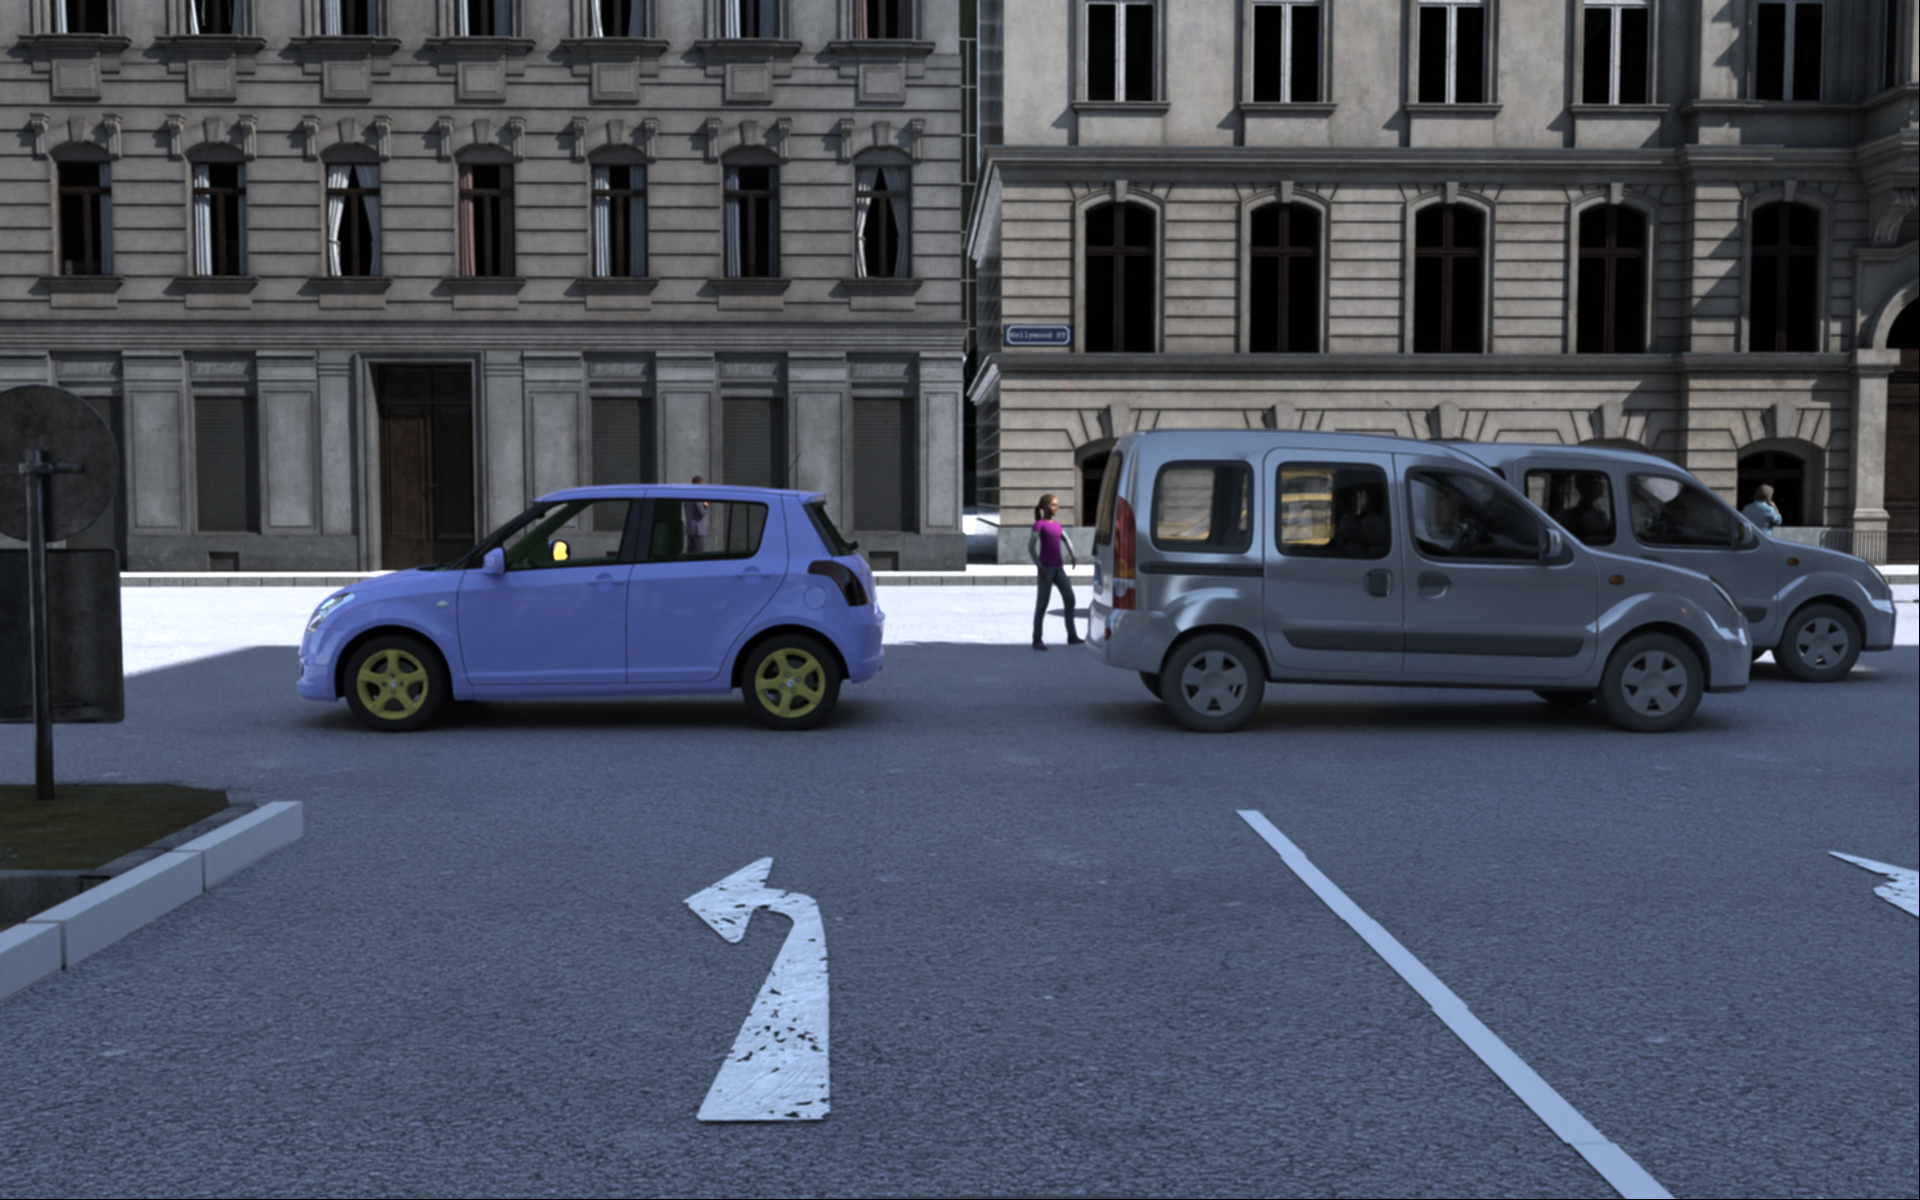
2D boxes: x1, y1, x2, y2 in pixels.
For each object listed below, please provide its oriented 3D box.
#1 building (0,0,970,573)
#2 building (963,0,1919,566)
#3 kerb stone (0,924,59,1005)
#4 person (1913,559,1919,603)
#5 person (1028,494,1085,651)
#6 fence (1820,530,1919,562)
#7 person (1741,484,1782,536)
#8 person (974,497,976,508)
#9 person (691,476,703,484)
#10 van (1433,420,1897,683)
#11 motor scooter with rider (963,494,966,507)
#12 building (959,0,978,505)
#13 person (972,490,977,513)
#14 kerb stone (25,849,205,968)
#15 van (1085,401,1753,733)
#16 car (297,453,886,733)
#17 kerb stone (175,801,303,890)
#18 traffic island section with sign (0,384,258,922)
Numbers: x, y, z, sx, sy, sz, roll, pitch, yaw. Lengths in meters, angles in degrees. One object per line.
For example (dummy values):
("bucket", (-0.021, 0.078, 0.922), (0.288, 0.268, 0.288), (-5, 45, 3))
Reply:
("building", (-8.940, -11.212, 32.474), (18.267, 20.994, 9.793), (0, 4, -2))
("building", (17.465, -13.271, 36.062), (34.723, 24.649, 14.460), (0, 4, -2))
("kerb stone", (-2.747, 1.076, 4.700), (0.120, 0.150, 1.000), (0, 4, -2))
("person", (12.894, -0.856, 22.719), (0.478, 1.798, 0.641), (-3, 5, -43))
("person", (0.942, -0.252, 15.855), (0.776, 1.435, 0.726), (3, 5, 43))
("fence", (15.099, -0.802, 28.493), (2.069, 0.683, 0.278), (0, 4, -4))
("person", (10.212, -0.697, 22.108), (0.429, 1.552, 0.499), (1, 4, 8))
("person", (1.629, -9.978, 174.866), (0.421, 1.427, 0.697), (0, 4, 0))
("person", (-4.019, -1.037, 26.377), (0.530, 1.710, 0.541), (-2, 4, -24))
("van", (5.249, -0.420, 13.878), (4.112, 2.044, 2.013), (0, 4, -1))
("motor scooter with rider", (0.158, -8.502, 147.966), (0.876, 1.779, 1.986), (0, 4, -1))
("building", (-8.211, -46.391, 196.745), (20.611, 71.187, 20.563), (0, 4, -2))
("person", (1.285, -6.967, 122.540), (0.705, 1.807, 1.348), (-3, 5, -43))
("kerb stone", (-2.770, 1.010, 5.724), (0.120, 0.150, 1.000), (0, 4, -2))
("van", (2.872, -0.251, 11.119), (4.112, 2.044, 2.013), (0, 3, 0))
("car", (-2.328, -0.098, 11.193), (3.694, 1.707, 1.945), (0, 4, -2))
("kerb stone", (-2.801, 0.948, 6.754), (0.120, 0.150, 1.000), (0, 4, -2))
("traffic island section with sign", (-3.847, 0.089, 6.683), (2.006, 1.907, 1.989), (0, 4, -2))
